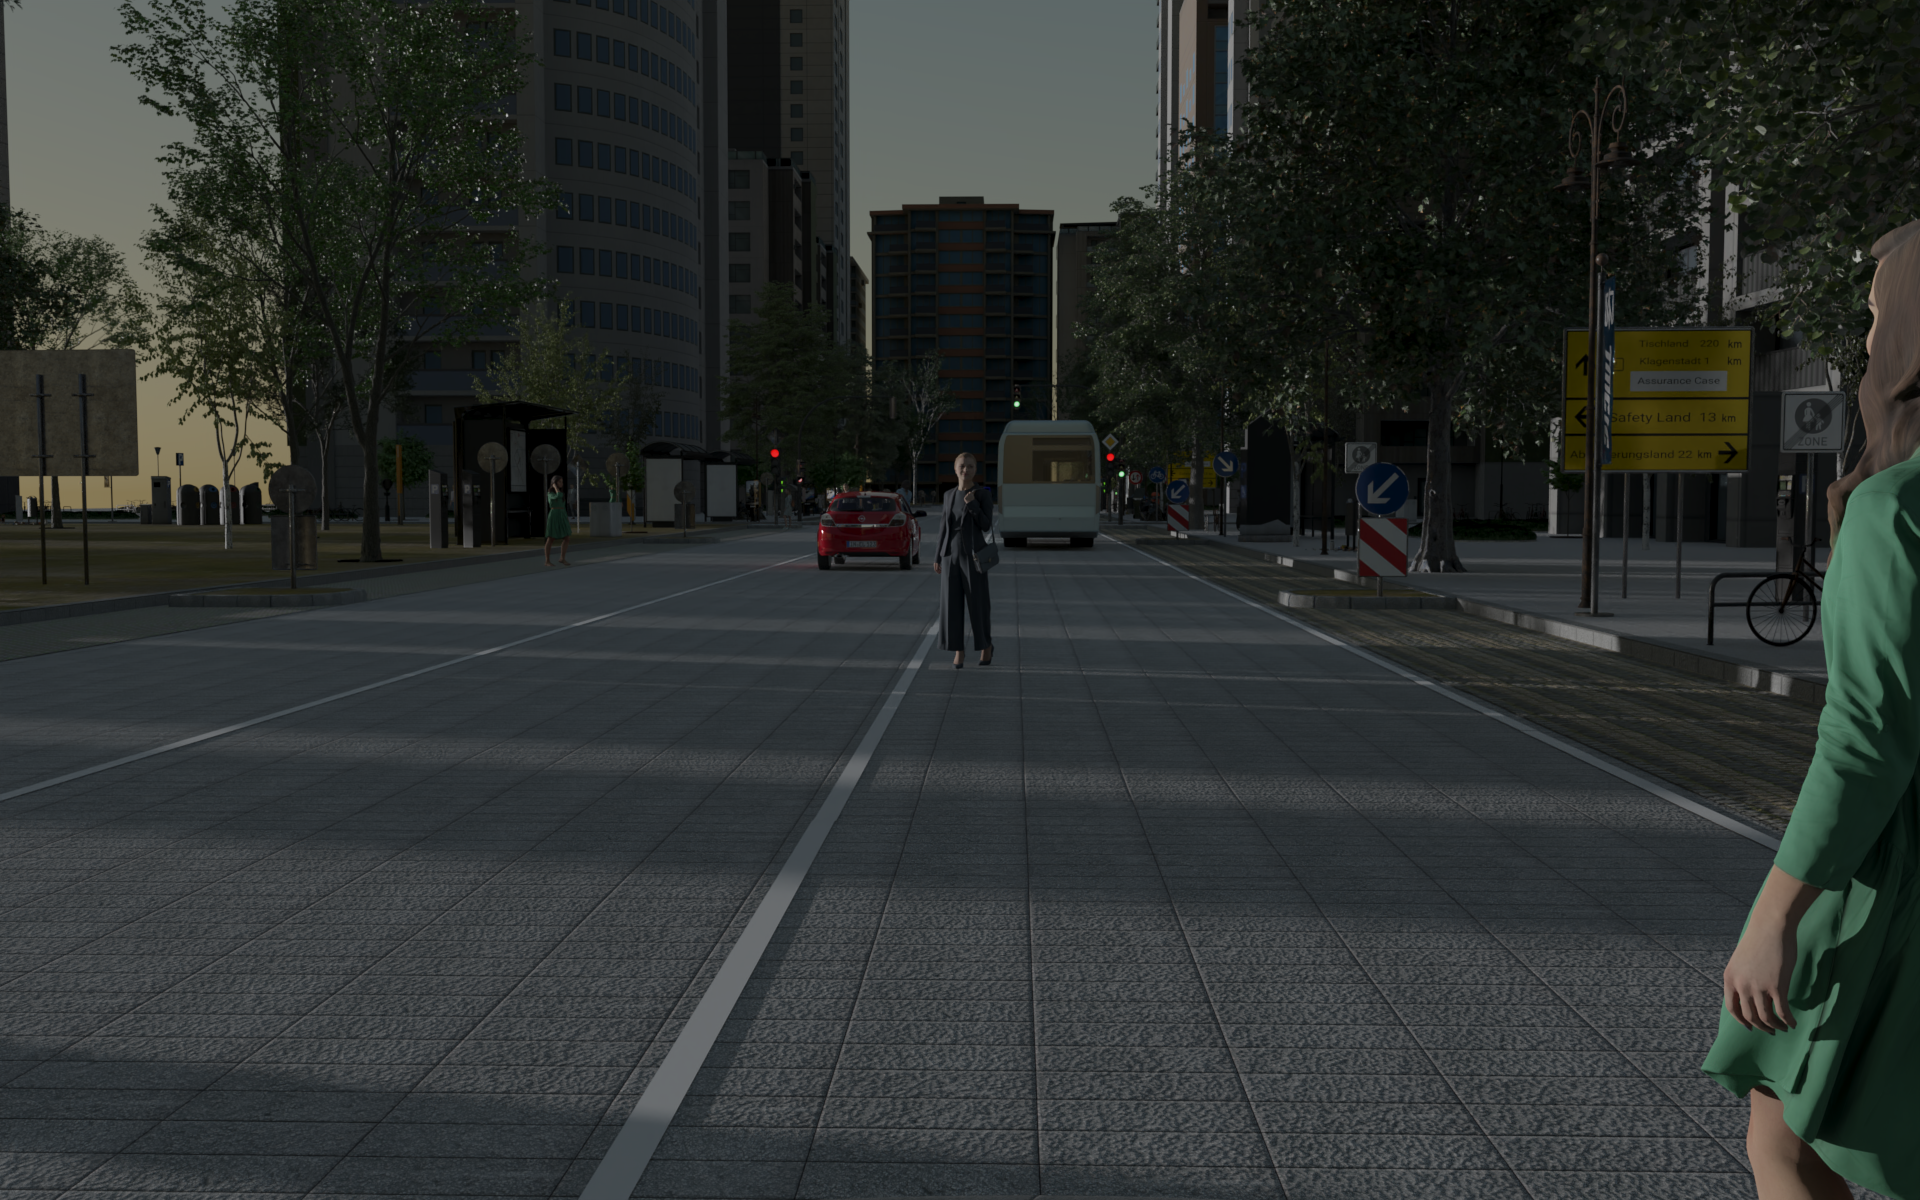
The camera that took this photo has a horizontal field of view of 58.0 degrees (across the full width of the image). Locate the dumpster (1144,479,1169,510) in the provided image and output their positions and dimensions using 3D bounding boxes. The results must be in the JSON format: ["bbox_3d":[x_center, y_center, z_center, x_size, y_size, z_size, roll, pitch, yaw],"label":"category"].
[{"bbox_3d":[10.820,-5.672,95.237,1.502,2.255,1.985,0,4,2],"label":"dumpster"}]

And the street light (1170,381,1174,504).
[{"bbox_3d":[8.686,-6.020,71.215,0.468,5.910,1.993,0,4,2],"label":"street light"}]

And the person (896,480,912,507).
[{"bbox_3d":[-1.472,-2.188,44.533,0.793,1.790,0.793,1,4,11],"label":"person"}]

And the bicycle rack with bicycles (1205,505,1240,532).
[{"bbox_3d":[9.400,-2.780,58.835,2.852,0.926,2.925,0,4,7],"label":"bicycle rack with bicycles"}]

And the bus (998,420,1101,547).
[{"bbox_3d":[2.546,-3.362,49.827,2.948,3.499,13.247,0,4,3],"label":"bus"}]

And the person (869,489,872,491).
[{"bbox_3d":[-6.410,-6.603,116.675,1.509,1.804,0.699,2,4,24],"label":"person"}]

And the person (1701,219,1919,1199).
[{"bbox_3d":[1.291,0.397,2.258,0.600,1.795,0.529,-3,4,-38],"label":"person"}]

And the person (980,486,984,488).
[{"bbox_3d":[1.008,-4.548,82.967,0.850,1.850,0.679,-2,4,-28],"label":"person"}]

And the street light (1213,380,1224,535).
[{"bbox_3d":[8.109,-4.940,53.562,0.468,5.910,1.993,0,4,2],"label":"street light"}]

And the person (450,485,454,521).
[{"bbox_3d":[-23.781,-4.615,82.165,0.598,1.740,0.731,1,4,18],"label":"person"}]

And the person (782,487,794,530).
[{"bbox_3d":[-6.895,-3.674,69.573,0.522,1.701,0.512,0,4,-3],"label":"person"}]

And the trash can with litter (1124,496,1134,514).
[{"bbox_3d":[11.192,-6.022,109.511,2.233,1.210,1.678,0,4,-1],"label":"trash can with litter"}]

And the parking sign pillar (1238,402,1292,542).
[{"bbox_3d":[8.209,-3.550,46.517,1.447,3.967,1.447,-1,4,-17],"label":"parking sign pillar"}]

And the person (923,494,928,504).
[{"bbox_3d":[-4.963,-13.955,236.661,1.348,1.824,0.705,1,4,13],"label":"person"}]

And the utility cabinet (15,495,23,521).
[{"bbox_3d":[-45.328,-4.422,83.462,0.306,1.237,1.020,-2,4,-28],"label":"utility cabinet"}]

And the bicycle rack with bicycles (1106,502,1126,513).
[{"bbox_3d":[11.132,-6.199,114.741,2.925,0.926,2.852,-3,4,-37],"label":"bicycle rack with bicycles"}]

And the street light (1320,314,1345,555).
[{"bbox_3d":[7.709,-3.894,36.460,0.468,5.910,1.993,0,4,2],"label":"street light"}]

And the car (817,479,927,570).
[{"bbox_3d":[-1.748,-1.538,34.193,2.155,1.783,4.494,0,4,2],"label":"car"}]

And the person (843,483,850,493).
[{"bbox_3d":[-3.872,-3.048,58.604,0.520,1.790,0.573,1,4,10],"label":"person"}]

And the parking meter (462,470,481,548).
[{"bbox_3d":[-11.725,-2.196,41.621,0.399,1.863,0.255,2,4,33],"label":"parking meter"}]

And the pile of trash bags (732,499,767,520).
[{"bbox_3d":[-11.101,-4.747,87.361,1.912,1.369,3.447,-2,4,-25],"label":"pile of trash bags"}]

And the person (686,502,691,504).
[{"bbox_3d":[-16.198,-5.924,102.857,0.822,1.834,0.622,-3,5,-41],"label":"person"}]

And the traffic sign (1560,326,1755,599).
[{"bbox_3d":[8.494,-1.670,21.178,2.265,3.308,0.079,0,4,4],"label":"traffic sign"}]

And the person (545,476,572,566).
[{"bbox_3d":[-7.968,-1.560,34.256,0.529,1.795,0.600,1,4,13],"label":"person"}]

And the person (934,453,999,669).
[{"bbox_3d":[0.043,-0.334,14.378,0.576,1.772,0.534,1,4,10],"label":"person"}]

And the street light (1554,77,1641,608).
[{"bbox_3d":[7.067,-2.849,19.366,0.468,5.910,1.993,0,4,2],"label":"street light"}]

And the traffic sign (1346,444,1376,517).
[{"bbox_3d":[7.950,-1.974,34.400,0.606,2.300,0.079,0,4,3],"label":"traffic sign"}]

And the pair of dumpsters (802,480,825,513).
[{"bbox_3d":[-9.967,-6.877,114.926,1.574,2.255,4.437,0,4,2],"label":"pair of dumpsters"}]

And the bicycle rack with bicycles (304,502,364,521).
[{"bbox_3d":[-29.490,-4.170,81.563,2.925,0.926,2.852,-1,4,-11],"label":"bicycle rack with bicycles"}]

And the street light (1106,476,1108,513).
[{"bbox_3d":[10.219,-8.994,119.846,0.468,5.910,1.993,0,4,2],"label":"street light"}]

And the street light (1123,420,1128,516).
[{"bbox_3d":[9.686,-7.929,102.423,0.468,5.910,1.993,0,4,2],"label":"street light"}]

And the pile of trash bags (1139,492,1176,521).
[{"bbox_3d":[9.478,-4.452,82.545,1.912,1.369,3.447,0,4,-2],"label":"pile of trash bags"}]

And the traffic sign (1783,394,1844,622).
[{"bbox_3d":[8.505,-0.931,17.347,0.606,2.300,0.079,0,4,4],"label":"traffic sign"}]

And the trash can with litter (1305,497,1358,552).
[{"bbox_3d":[8.789,-1.702,38.883,1.678,1.210,2.233,0,4,-3],"label":"trash can with litter"}]

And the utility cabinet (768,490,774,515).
[{"bbox_3d":[-11.328,-5.825,103.913,0.318,1.500,1.173,0,4,-2],"label":"utility cabinet"}]

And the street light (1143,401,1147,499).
[{"bbox_3d":[9.167,-6.883,85.324,0.468,5.910,1.993,0,4,2],"label":"street light"}]

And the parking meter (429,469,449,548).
[{"bbox_3d":[-12.336,-2.160,41.019,0.399,1.863,0.255,1,4,22],"label":"parking meter"}]

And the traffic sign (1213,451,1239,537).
[{"bbox_3d":[7.919,-3.154,51.682,0.768,2.556,0.104,0,4,8],"label":"traffic sign"}]

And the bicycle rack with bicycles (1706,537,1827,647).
[{"bbox_3d":[7.597,-0.032,13.903,2.925,0.926,2.852,-1,4,-11],"label":"bicycle rack with bicycles"}]

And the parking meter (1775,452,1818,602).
[{"bbox_3d":[9.682,-0.877,20.058,0.399,1.863,0.255,-1,4,-19],"label":"parking meter"}]

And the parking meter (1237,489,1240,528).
[{"bbox_3d":[10.532,-3.445,64.738,0.372,1.533,0.369,0,3,0],"label":"parking meter"}]

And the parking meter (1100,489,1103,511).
[{"bbox_3d":[10.323,-7.473,127.890,0.399,1.863,0.255,2,4,24],"label":"parking meter"}]

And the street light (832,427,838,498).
[{"bbox_3d":[-8.396,-8.763,116.055,0.468,5.910,1.993,0,4,2],"label":"street light"}]

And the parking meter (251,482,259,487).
[{"bbox_3d":[-33.976,-4.752,83.405,0.255,1.863,0.399,1,4,23],"label":"parking meter"}]

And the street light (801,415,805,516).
[{"bbox_3d":[-8.934,-7.717,98.957,0.468,5.910,1.993,0,4,2],"label":"street light"}]

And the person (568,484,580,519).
[{"bbox_3d":[-19.717,-5.023,88.283,0.709,1.813,0.853,1,4,14],"label":"person"}]

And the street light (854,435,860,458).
[{"bbox_3d":[-7.893,-9.808,133.153,0.468,5.910,1.993,0,4,2],"label":"street light"}]

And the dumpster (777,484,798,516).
[{"bbox_3d":[-10.096,-5.876,101.823,1.264,1.857,1.865,0,4,2],"label":"dumpster"}]

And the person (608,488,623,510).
[{"bbox_3d":[-13.734,-3.831,68.922,0.600,1.795,0.529,-3,5,-42],"label":"person"}]

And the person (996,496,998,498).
[{"bbox_3d":[4.508,-10.971,187.975,1.348,1.812,0.705,2,4,29],"label":"person"}]

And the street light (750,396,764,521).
[{"bbox_3d":[-9.547,-6.647,81.463,0.468,5.910,1.993,0,4,2],"label":"street light"}]

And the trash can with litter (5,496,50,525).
[{"bbox_3d":[-39.183,-3.779,72.836,2.233,1.210,1.678,2,4,24],"label":"trash can with litter"}]
